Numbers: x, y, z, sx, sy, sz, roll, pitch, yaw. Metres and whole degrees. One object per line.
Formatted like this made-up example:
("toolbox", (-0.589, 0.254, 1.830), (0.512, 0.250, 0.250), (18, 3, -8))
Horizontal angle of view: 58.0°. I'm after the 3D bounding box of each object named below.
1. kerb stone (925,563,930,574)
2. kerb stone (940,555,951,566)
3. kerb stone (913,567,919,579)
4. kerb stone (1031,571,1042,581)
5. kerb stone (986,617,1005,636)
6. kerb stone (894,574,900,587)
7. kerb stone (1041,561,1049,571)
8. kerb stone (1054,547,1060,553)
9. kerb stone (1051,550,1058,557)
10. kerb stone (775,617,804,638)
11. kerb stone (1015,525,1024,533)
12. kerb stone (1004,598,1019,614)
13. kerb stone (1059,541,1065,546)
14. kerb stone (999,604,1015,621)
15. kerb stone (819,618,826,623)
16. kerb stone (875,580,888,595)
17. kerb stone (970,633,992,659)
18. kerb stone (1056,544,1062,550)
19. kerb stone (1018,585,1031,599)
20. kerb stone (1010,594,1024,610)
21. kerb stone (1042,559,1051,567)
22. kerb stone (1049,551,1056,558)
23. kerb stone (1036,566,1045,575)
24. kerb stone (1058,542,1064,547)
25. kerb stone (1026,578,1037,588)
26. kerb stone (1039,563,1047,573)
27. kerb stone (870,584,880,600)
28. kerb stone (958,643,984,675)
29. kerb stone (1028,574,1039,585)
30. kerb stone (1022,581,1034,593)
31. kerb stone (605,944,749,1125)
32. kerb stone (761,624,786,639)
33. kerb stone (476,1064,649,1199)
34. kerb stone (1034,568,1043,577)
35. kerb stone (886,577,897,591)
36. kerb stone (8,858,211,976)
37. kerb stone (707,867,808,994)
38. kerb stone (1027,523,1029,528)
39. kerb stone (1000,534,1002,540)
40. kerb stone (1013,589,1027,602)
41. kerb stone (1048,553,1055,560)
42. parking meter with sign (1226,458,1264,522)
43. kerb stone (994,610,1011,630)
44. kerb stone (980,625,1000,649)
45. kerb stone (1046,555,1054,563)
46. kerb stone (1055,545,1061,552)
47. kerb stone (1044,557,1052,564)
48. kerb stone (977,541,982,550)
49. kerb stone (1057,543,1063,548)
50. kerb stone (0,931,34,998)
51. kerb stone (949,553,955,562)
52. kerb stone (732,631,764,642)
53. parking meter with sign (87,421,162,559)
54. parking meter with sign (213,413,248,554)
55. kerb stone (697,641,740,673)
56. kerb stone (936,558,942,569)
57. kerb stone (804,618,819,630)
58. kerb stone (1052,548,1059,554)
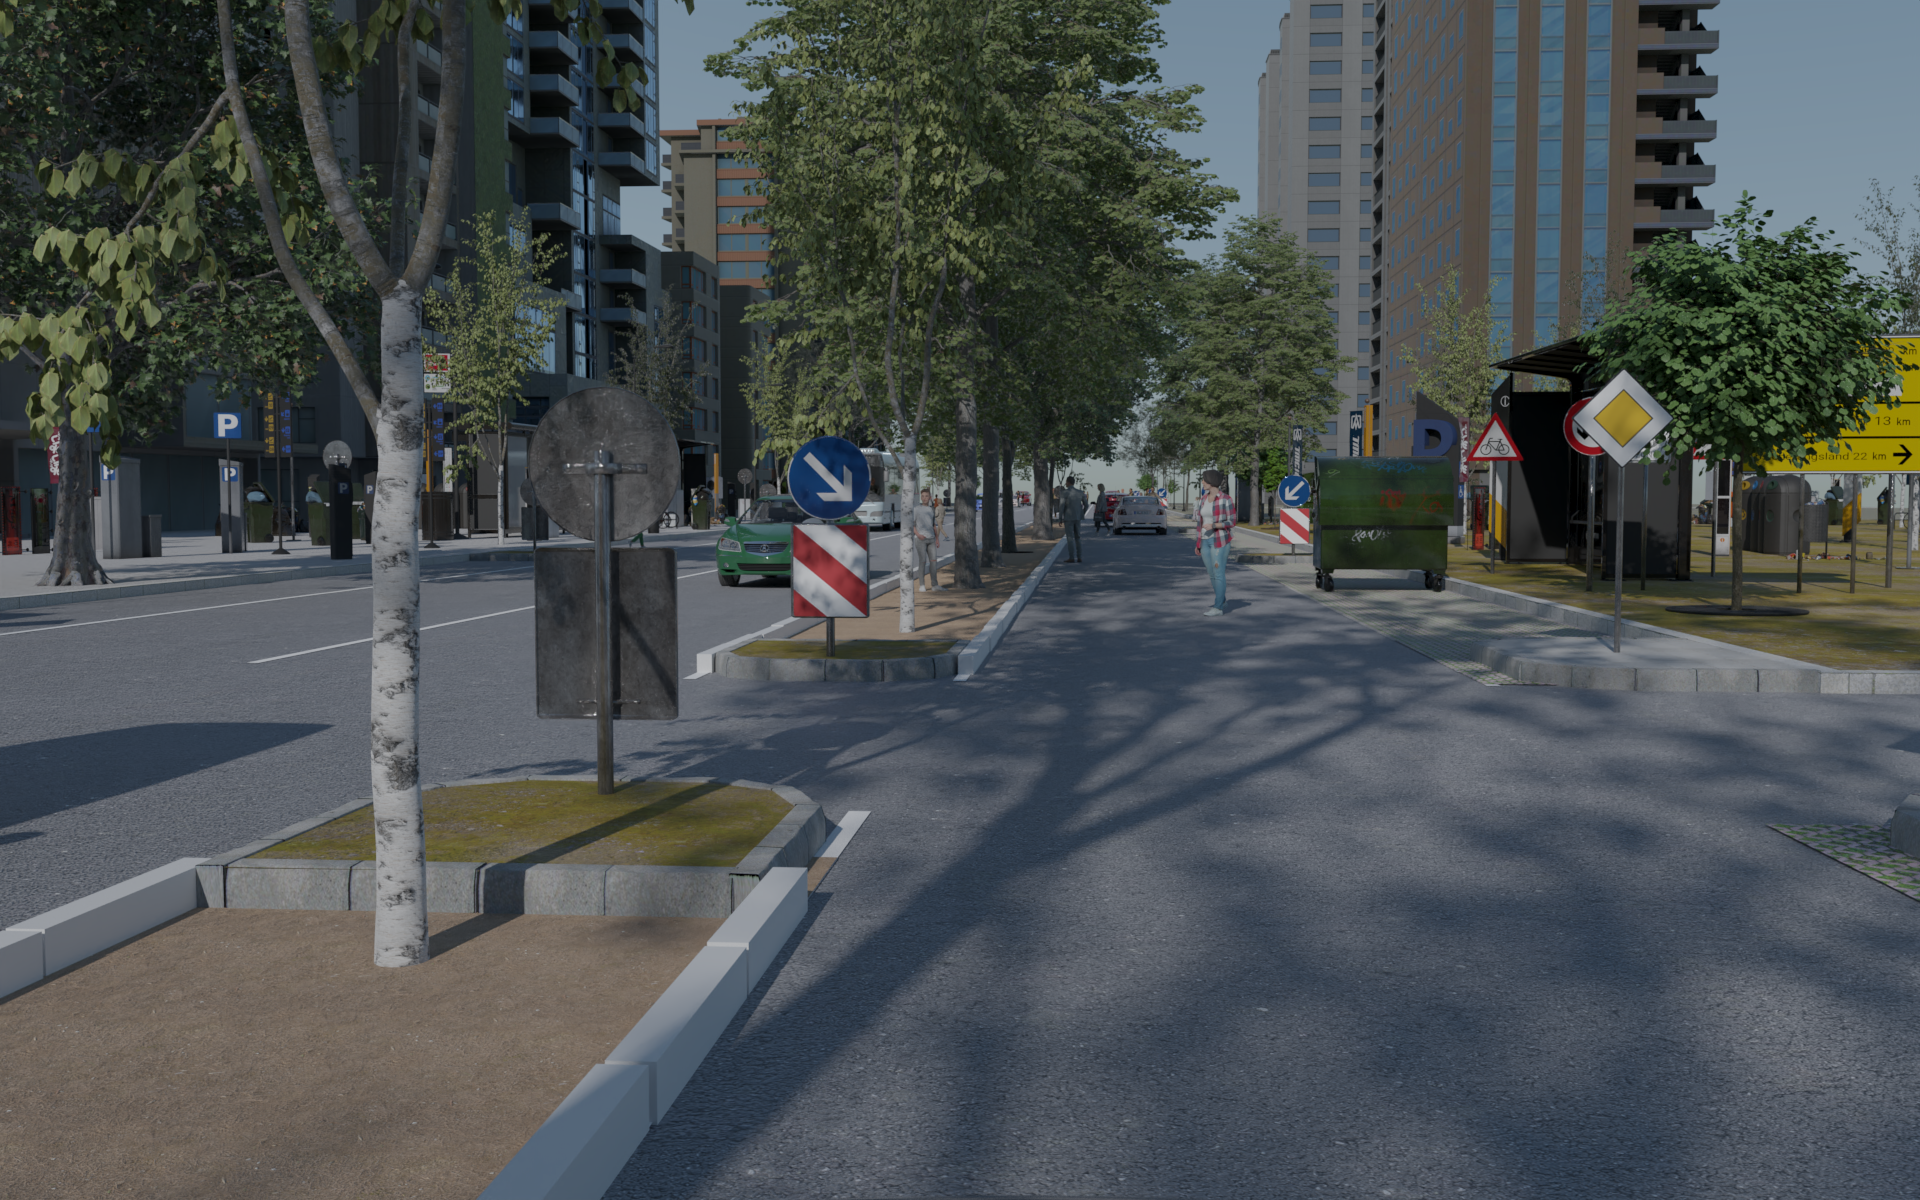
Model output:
("kerb stone", (-0.675, -0.523, 30.744), (0.120, 0.150, 1.000), (0, 4, 5))
("kerb stone", (-0.338, -0.772, 34.824), (0.120, 0.150, 1.000), (0, 4, 5))
("kerb stone", (-0.755, -0.459, 29.723), (0.120, 0.150, 1.000), (0, 4, 5))
("kerb stone", (1.177, -0.321, 27.490), (0.120, 0.150, 1.000), (0, 4, 5))
("kerb stone", (0.334, 0.302, 17.269), (0.120, 0.150, 1.000), (0, 4, 5))
("kerb stone", (-1.003, -0.267, 26.652), (0.120, 0.150, 1.000), (0, 4, 5))
("kerb stone", (1.506, -0.571, 31.581), (0.120, 0.150, 1.000), (0, 4, 5))
("kerb stone", (2.165, -1.073, 39.736), (0.120, 0.150, 1.000), (0, 4, 5))
("kerb stone", (2.000, -0.948, 37.699), (0.120, 0.150, 1.000), (0, 4, 5))
("kerb stone", (-1.748, 0.290, 17.460), (0.120, 0.150, 1.000), (0, 4, 5))
("kerb stone", (2.309, -2.766, 67.491), (0.120, 0.150, 1.000), (0, 4, 5))
("kerb stone", (0.579, 0.115, 20.340), (0.120, 0.150, 1.000), (0, 4, 5))
("kerb stone", (2.575, -1.380, 44.831), (0.120, 0.150, 1.000), (0, 4, 5))
("kerb stone", (0.500, 0.176, 19.313), (0.120, 0.150, 1.000), (0, 4, 5))
("kerb stone", (-1.586, 0.164, 19.508), (0.120, 0.150, 1.000), (0, 4, 5))
("kerb stone", (-1.174, -0.148, 24.610), (0.120, 0.150, 1.000), (0, 4, 5))
("kerb stone", (0.166, 0.426, 15.229), (0.120, 0.150, 1.000), (0, 4, 5))
("kerb stone", (2.331, -1.195, 41.774), (0.120, 0.150, 1.000), (0, 4, 5))
("kerb stone", (0.844, -0.073, 23.411), (0.120, 0.150, 1.000), (0, 4, 5))
("kerb stone", (0.671, 0.057, 21.370), (0.120, 0.150, 1.000), (0, 4, 5))
("kerb stone", (1.592, -0.636, 32.599), (0.120, 0.150, 1.000), (0, 4, 5))
("kerb stone", (1.913, -0.885, 36.677), (0.120, 0.150, 1.000), (0, 4, 5))
("kerb stone", (1.332, -0.446, 29.539), (0.120, 0.150, 1.000), (0, 4, 5))
("kerb stone", (2.493, -1.322, 43.811), (0.120, 0.150, 1.000), (0, 4, 5))
("kerb stone", (1.009, -0.191, 25.449), (0.120, 0.150, 1.000), (0, 4, 5))
("kerb stone", (1.413, -0.506, 30.558), (0.120, 0.150, 1.000), (0, 4, 5))
("kerb stone", (-1.247, -0.085, 23.591), (0.120, 0.150, 1.000), (0, 4, 5))
("kerb stone", (0.085, 0.488, 14.211), (0.120, 0.150, 1.000), (0, 4, 5))
("kerb stone", (1.083, -0.256, 26.472), (0.120, 0.150, 1.000), (0, 4, 5))
("kerb stone", (0.926, -0.137, 24.430), (0.120, 0.150, 1.000), (0, 4, 5))
("kerb stone", (-0.706, 1.090, 4.430), (0.120, 0.150, 1.000), (0, 4, 5))
("kerb stone", (-1.823, 0.362, 16.422), (0.120, 0.150, 1.000), (0, 4, 5))
("kerb stone", (-0.800, 1.150, 3.404), (0.120, 0.150, 1.000), (0, 4, 5))
("kerb stone", (1.247, -0.387, 28.521), (0.120, 0.150, 1.000), (0, 4, 5))
("kerb stone", (-1.086, -0.210, 25.629), (0.120, 0.150, 1.000), (0, 4, 5))
("kerb stone", (-2.717, 1.014, 5.610), (0.120, 0.150, 1.000), (0, 4, 5))
("kerb stone", (-0.624, 1.024, 5.455), (0.120, 0.150, 1.000), (0, 4, 5))
("kerb stone", (2.653, -3.020, 71.573), (0.120, 0.150, 1.000), (0, 4, 5))
("kerb stone", (1.484, -2.143, 57.282), (0.120, 0.150, 1.000), (0, 4, 5))
("kerb stone", (0.749, -0.012, 22.389), (0.120, 0.150, 1.000), (0, 4, 5))
("kerb stone", (1.836, -0.823, 35.656), (0.120, 0.150, 1.000), (0, 4, 5))
("parking meter with sign", (13.242, -5.147, 80.407), (1.738, 3.016, 0.543), (0, 4, 3))
("kerb stone", (0.423, 0.239, 18.287), (0.120, 0.150, 1.000), (0, 4, 5))
("kerb stone", (0.260, 0.367, 16.247), (0.120, 0.150, 1.000), (0, 4, 5))
("kerb stone", (1.753, -0.761, 34.637), (0.120, 0.150, 1.000), (0, 4, 5))
("kerb stone", (2.246, -1.135, 40.755), (0.120, 0.150, 1.000), (0, 4, 5))
("kerb stone", (1.667, -0.699, 33.618), (0.120, 0.150, 1.000), (0, 4, 5))
("kerb stone", (0.573, -1.459, 46.058), (0.120, 0.150, 1.000), (0, 4, 5))
("kerb stone", (2.420, -1.260, 42.792), (0.120, 0.150, 1.000), (0, 4, 5))
("kerb stone", (-2.793, 1.077, 4.591), (0.120, 0.150, 1.000), (0, 4, 5))
("kerb stone", (-0.258, -0.835, 35.843), (0.120, 0.150, 1.000), (0, 4, 5))
("kerb stone", (-1.919, 0.417, 15.404), (0.120, 0.150, 1.000), (0, 4, 5))
("parking meter with sign", (-16.630, -2.331, 34.375), (0.543, 3.016, 1.738), (1, 4, 14))
("parking meter with sign", (-15.933, -2.550, 37.950), (0.543, 3.016, 1.738), (-1, 4, -18))
("kerb stone", (-2.008, 0.478, 14.373), (0.120, 0.150, 1.000), (0, 4, 5))
("kerb stone", (-0.500, -0.645, 32.787), (0.120, 0.150, 1.000), (0, 4, 5))
("kerb stone", (-1.669, 0.227, 18.489), (0.120, 0.150, 1.000), (0, 4, 5))
("kerb stone", (2.075, -1.008, 38.719), (0.120, 0.150, 1.000), (0, 4, 5))
